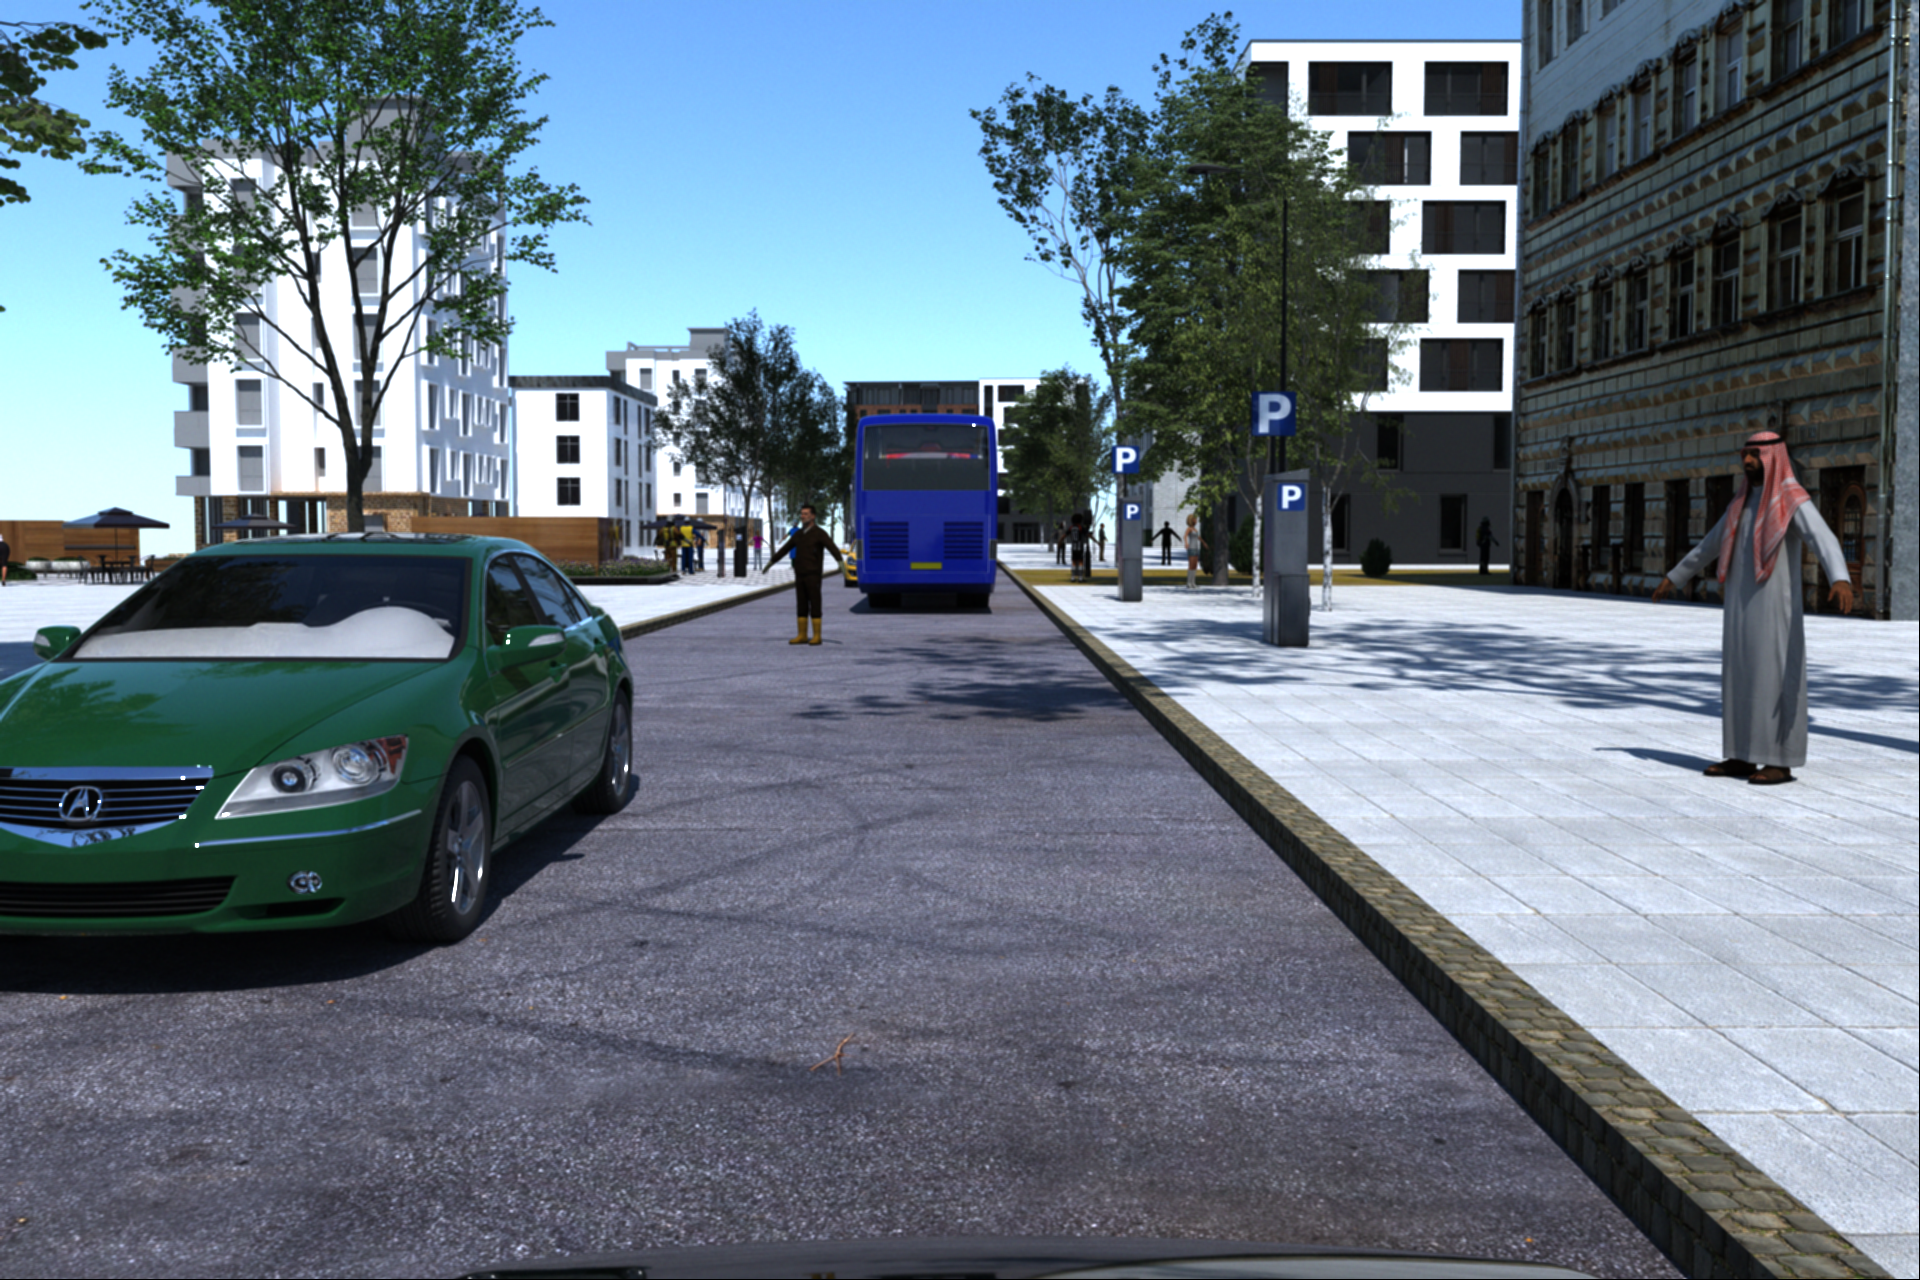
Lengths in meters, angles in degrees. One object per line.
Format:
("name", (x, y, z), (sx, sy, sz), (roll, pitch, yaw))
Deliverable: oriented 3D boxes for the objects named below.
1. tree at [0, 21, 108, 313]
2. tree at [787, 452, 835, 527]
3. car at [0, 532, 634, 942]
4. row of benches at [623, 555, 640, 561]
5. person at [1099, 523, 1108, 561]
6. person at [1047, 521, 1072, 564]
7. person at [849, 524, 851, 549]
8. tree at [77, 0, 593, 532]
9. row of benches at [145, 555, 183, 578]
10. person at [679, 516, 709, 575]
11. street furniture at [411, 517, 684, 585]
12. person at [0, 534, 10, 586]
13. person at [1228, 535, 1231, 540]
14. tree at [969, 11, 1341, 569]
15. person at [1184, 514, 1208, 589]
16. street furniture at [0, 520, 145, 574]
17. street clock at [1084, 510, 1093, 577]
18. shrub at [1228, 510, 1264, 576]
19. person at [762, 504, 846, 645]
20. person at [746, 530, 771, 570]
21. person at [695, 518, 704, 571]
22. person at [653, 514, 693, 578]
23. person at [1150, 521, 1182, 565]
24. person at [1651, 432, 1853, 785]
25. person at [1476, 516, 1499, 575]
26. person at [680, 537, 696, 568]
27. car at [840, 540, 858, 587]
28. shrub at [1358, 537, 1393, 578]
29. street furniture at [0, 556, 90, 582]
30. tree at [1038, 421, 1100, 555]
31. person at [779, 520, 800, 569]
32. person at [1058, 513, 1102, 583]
("tree", (-9.209, -5.681, 11.014), (7.486, 12.596, 7.792), (0, 3, 0))
("tree", (-21.453, -20.293, 238.451), (9.857, 13.997, 8.962), (0, 3, 0))
("car", (-2.648, 0.257, 7.588), (2.131, 1.459, 4.920), (0, 3, 0))
("row of benches", (-11.535, -2.263, 52.457), (4.104, 0.672, 1.422), (0, 4, 7))
("person", (6.747, -4.629, 81.956), (0.705, 1.796, 1.348), (0, 4, -8))
("person", (4.289, -4.105, 73.239), (1.348, 1.813, 0.705), (-1, 4, -15))
("person", (-5.013, -4.583, 81.150), (0.704, 1.802, 1.346), (0, 4, -2))
("tree", (-9.598, -6.214, 27.349), (9.928, 11.665, 9.643), (0, 3, 0))
("row of benches", (-21.742, -2.177, 51.054), (4.104, 0.672, 1.422), (-1, 4, -21))
("person", (-8.563, -2.966, 54.460), (1.349, 1.833, 0.705), (0, 4, 6))
("street furniture", (-10.646, -2.354, 45.339), (11.010, 1.723, 9.812), (0, 4, -4))
("person", (-23.821, -2.057, 42.865), (0.799, 1.438, 0.628), (1, 4, 12))
("person", (10.634, -3.934, 70.513), (1.347, 1.806, 0.705), (-3, 4, -37))
("tree", (7.047, -12.667, 62.987), (12.611, 20.169, 13.585), (0, 3, 0))
("person", (5.538, -2.083, 40.676), (0.721, 1.753, 1.214), (2, 4, 31))
("street furniture", (-32.022, -3.218, 59.462), (11.010, 1.723, 9.812), (-2, 4, -35))
("street clock", (3.786, -2.859, 51.310), (0.358, 2.002, 0.471), (0, 4, 0))
("shrub", (9.067, -3.009, 53.612), (1.690, 2.028, 1.600), (0, 3, 0))
("person", (-1.978, -0.846, 22.433), (1.346, 1.812, 0.704), (2, 4, 33))
("person", (-7.216, -3.206, 61.686), (0.991, 1.433, 0.599), (-1, 4, -19))
("person", (-9.126, -3.352, 60.659), (0.705, 1.847, 1.347), (-1, 4, -13))
("person", (-8.493, -2.766, 50.985), (1.354, 1.858, 0.705), (2, 4, 24))
("person", (8.485, -3.977, 71.216), (1.347, 1.806, 0.705), (0, 4, -3))
("person", (4.154, -0.176, 9.027), (0.704, 1.811, 1.347), (-1, 4, -18))
("person", (16.646, -3.001, 54.839), (0.705, 1.856, 1.354), (-1, 4, -10))
("person", (-10.243, -3.590, 65.416), (0.721, 1.740, 1.216), (-3, 4, -39))
("car", (-2.270, -2.303, 47.885), (2.015, 1.641, 3.980), (0, 3, 0))
("shrub", (12.285, -2.451, 51.183), (1.383, 1.207, 1.383), (0, 3, 0))
("street furniture", (-29.782, -2.041, 49.002), (10.072, 0.657, 5.734), (1, 4, 20))
("tree", (6.593, -9.621, 107.666), (4.737, 8.622, 4.395), (0, 3, 0))
("person", (-6.063, -3.514, 63.581), (1.347, 1.817, 0.704), (2, 4, 32))
("person", (3.130, -2.429, 45.861), (1.345, 1.843, 0.704), (2, 4, 35))
